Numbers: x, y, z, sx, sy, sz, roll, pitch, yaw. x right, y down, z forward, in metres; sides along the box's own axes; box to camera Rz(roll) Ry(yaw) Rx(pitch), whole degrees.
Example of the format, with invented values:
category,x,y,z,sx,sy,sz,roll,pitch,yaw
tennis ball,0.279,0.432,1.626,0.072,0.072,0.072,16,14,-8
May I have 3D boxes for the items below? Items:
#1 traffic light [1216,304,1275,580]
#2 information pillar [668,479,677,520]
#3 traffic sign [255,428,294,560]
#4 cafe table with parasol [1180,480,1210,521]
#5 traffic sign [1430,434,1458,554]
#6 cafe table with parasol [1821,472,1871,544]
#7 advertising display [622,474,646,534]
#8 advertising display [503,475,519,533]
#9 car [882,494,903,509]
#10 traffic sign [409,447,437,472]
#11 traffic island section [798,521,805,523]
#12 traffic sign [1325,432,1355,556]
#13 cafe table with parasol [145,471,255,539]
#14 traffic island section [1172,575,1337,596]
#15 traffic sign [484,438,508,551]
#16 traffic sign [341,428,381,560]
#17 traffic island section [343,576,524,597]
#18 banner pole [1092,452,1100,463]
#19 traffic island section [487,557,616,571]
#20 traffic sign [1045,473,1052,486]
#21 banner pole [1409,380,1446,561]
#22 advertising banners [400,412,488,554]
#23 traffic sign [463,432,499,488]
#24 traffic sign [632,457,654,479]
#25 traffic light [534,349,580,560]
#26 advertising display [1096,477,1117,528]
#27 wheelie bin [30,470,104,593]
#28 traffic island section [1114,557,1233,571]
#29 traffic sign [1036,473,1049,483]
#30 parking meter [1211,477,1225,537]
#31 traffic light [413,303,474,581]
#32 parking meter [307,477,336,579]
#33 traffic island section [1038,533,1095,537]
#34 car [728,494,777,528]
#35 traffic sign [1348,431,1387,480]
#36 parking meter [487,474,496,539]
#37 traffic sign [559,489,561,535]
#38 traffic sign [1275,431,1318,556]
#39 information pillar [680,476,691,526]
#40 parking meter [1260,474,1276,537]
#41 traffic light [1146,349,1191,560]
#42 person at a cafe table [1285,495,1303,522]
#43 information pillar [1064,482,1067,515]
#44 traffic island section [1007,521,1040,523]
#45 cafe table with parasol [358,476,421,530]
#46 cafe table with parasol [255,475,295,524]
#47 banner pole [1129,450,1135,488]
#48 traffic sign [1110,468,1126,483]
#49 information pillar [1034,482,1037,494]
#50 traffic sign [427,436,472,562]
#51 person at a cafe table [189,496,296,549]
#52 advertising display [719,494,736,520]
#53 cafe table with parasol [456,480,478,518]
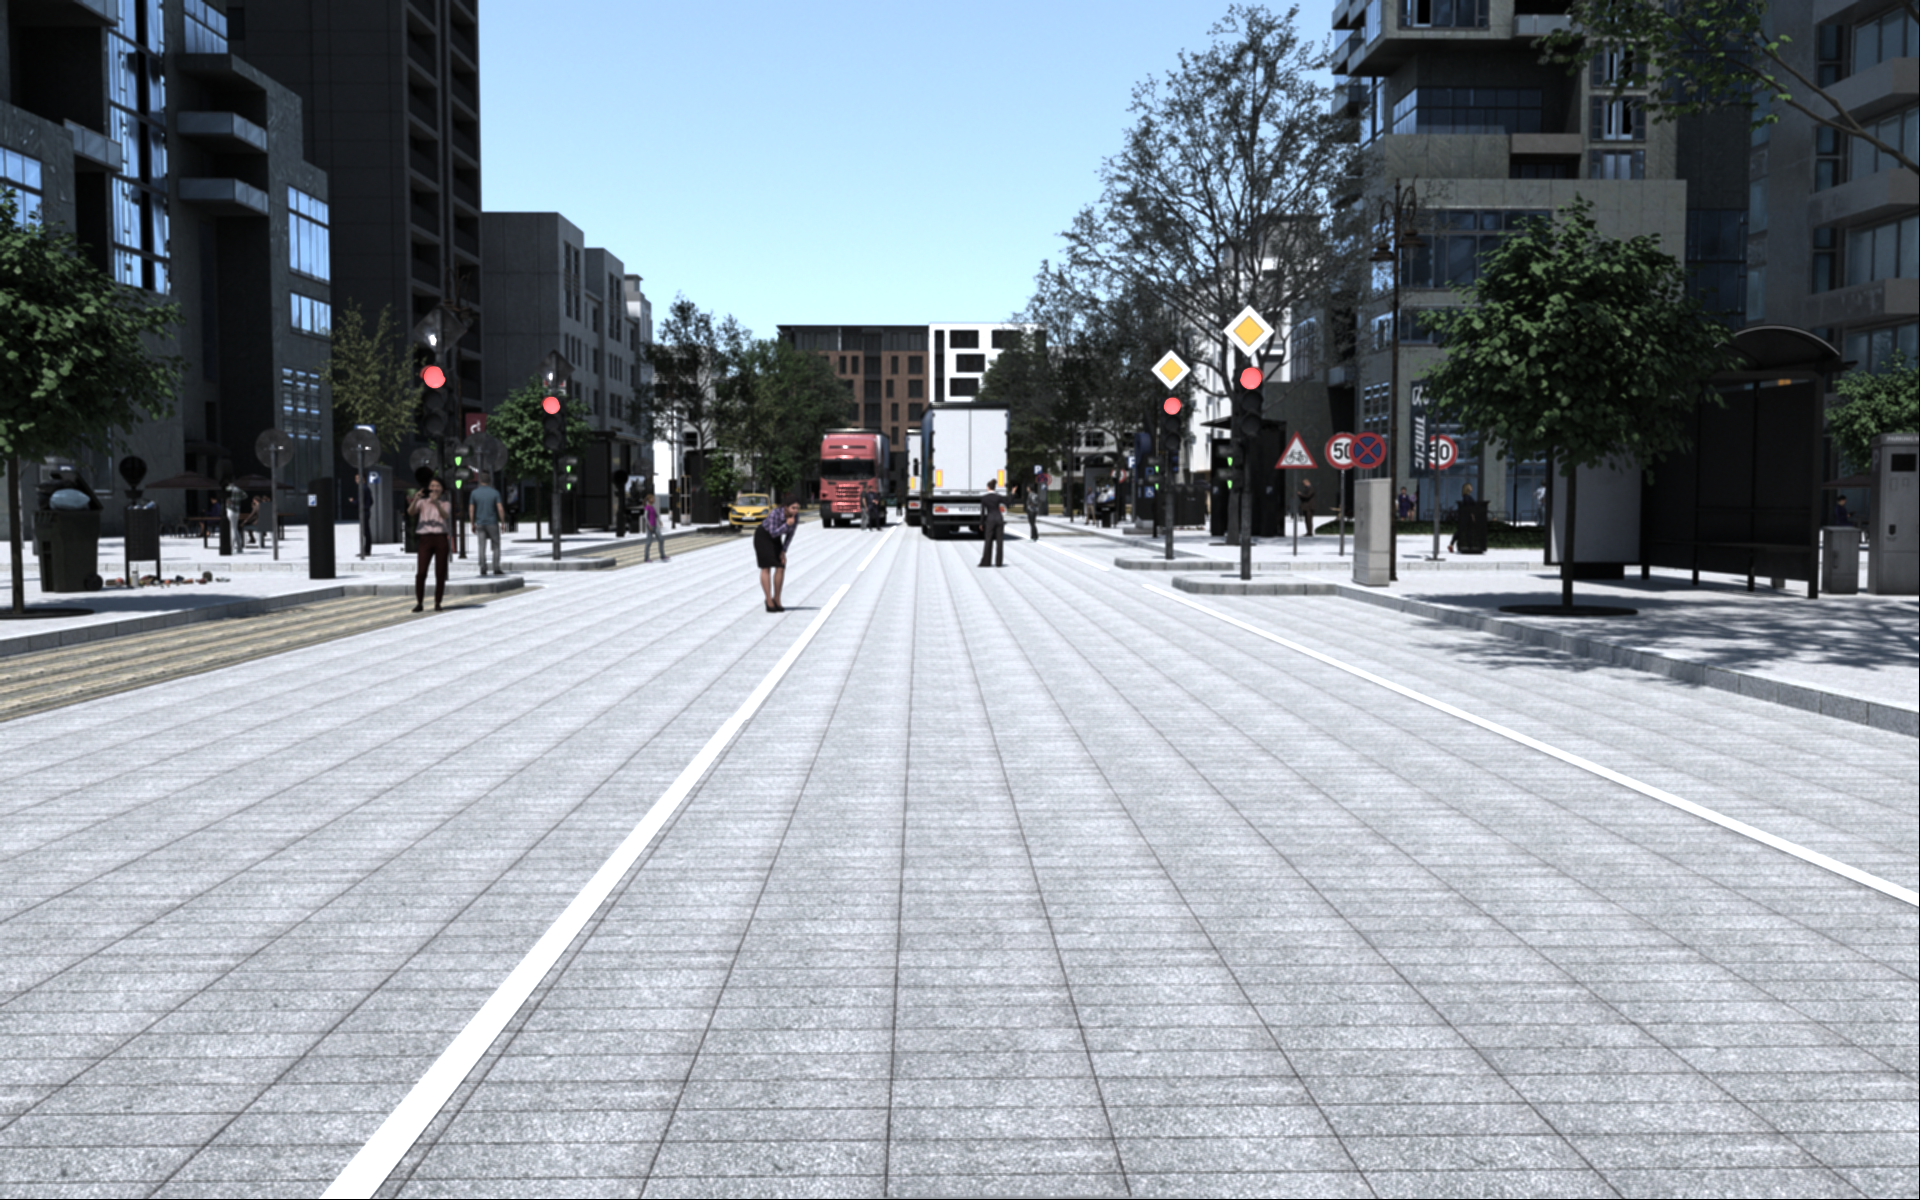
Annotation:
category,x,y,z,sx,sy,sz,roll,pitch,yaw
traffic light,4.251,-2.255,25.783,0.839,4.253,0.868,0,4,-1
information pillar,-14.210,-4.969,85.732,0.304,2.012,0.304,2,4,30
traffic sign,-13.263,-2.043,33.508,0.768,2.556,0.104,0,4,4
cafe table with parasol,11.570,-4.786,83.124,2.610,1.966,2.610,-1,4,-11
traffic sign,10.155,-2.243,36.784,0.768,2.556,0.104,1,4,8
cafe table with parasol,23.511,-2.439,44.739,2.610,1.966,2.610,0,4,6
advertising display,-10.560,-3.114,56.127,0.123,1.923,0.974,2,4,35
advertising display,-14.938,-3.207,57.653,0.123,1.923,0.974,1,4,9
car,-6.563,-9.492,166.997,2.131,1.459,4.920,0,4,-3
traffic sign,-14.660,-2.888,47.330,0.768,2.556,0.104,0,3,0
traffic island section,-8.675,-3.826,85.419,1.991,0.108,1.994,0,4,-1
traffic sign,7.924,-2.187,35.865,0.768,2.556,0.104,0,4,2
cafe table with parasol,-22.548,-2.807,50.759,2.610,1.966,2.610,-3,5,-40
traffic island section,4.291,-0.221,25.898,2.009,0.180,2.903,0,4,-1
traffic sign,-10.577,-2.386,39.113,0.768,2.556,0.104,0,4,7
traffic sign,-11.603,-2.046,33.557,0.768,2.556,0.104,0,4,2
traffic island section,-7.667,-0.205,25.637,2.009,0.180,2.903,0,4,-1
banner pole,8.082,-6.922,103.199,0.863,3.779,0.401,-1,4,-16
traffic island section,-7.845,-0.694,33.620,2.009,0.180,2.903,0,4,-1
traffic sign,5.295,-6.546,107.125,0.768,2.556,0.104,0,4,8
banner pole,9.029,-2.660,33.510,0.401,3.779,0.863,-3,5,-40
advertising banners,-11.106,-2.514,37.295,2.074,3.025,0.090,1,4,12
traffic sign,-9.821,-2.162,35.453,0.768,2.556,0.104,0,3,0
traffic sign,-10.977,-3.664,60.013,0.768,2.556,0.104,0,4,3
traffic light,-7.805,-2.726,33.486,0.839,4.253,0.868,0,4,-1
advertising display,5.557,-3.700,65.714,0.974,1.923,0.123,3,5,44
wheelie bin,-11.680,-0.903,22.674,0.980,1.594,0.693,2,4,33
traffic island section,4.114,-0.709,33.881,2.009,0.180,2.903,0,4,-1
traffic sign,5.024,-6.466,105.827,0.768,2.556,0.104,0,4,4
parking meter,7.815,-2.861,52.484,0.255,1.863,0.399,-3,5,-40
traffic light,-7.627,-2.237,25.503,0.839,4.253,0.868,0,4,-1
parking meter,-9.646,-1.086,26.160,0.372,1.533,0.369,0,3,0
traffic island section,3.543,-2.220,59.168,1.991,0.108,1.994,0,4,-1
car,-8.557,-3.770,71.870,2.015,1.641,3.980,0,4,-1
traffic sign,8.267,-2.148,35.223,0.768,2.556,0.104,0,4,6
parking meter,-13.412,-2.676,49.459,0.255,1.863,0.399,0,4,-5
traffic sign,-12.426,-3.288,53.759,0.884,2.594,0.081,0,4,1
traffic sign,6.951,-2.193,35.863,0.884,2.594,0.081,0,4,3
information pillar,-11.102,-4.011,70.068,0.304,2.012,0.304,2,4,35
parking meter,9.116,-2.787,51.277,0.399,1.863,0.255,-1,4,-14
traffic light,4.073,-2.743,33.766,0.839,4.253,0.868,0,4,-1
person at a cafe table,15.479,-4.285,80.927,1.698,1.238,1.726,0,4,2
information pillar,6.408,-6.075,103.816,0.304,2.012,0.304,2,4,25
traffic island section,2.954,-3.878,86.265,1.991,0.108,1.994,0,4,-1
cafe table with parasol,-19.921,-3.401,60.468,2.610,1.966,2.610,2,4,31
cafe table with parasol,-24.176,-3.327,59.264,2.610,1.966,2.610,0,4,-4
banner pole,8.775,-5.895,86.398,0.863,3.779,0.401,3,5,40
traffic sign,7.372,-4.941,80.892,0.768,2.556,0.104,0,4,0
information pillar,4.867,-6.393,109.017,0.304,2.012,0.304,2,4,33
traffic sign,-9.555,-1.983,32.426,0.884,2.594,0.081,0,4,8
person at a cafe table,-16.925,-1.840,40.943,1.726,1.238,1.698,2,4,30
advertising display,-11.527,-4.891,85.181,0.974,1.923,0.123,-1,4,-20
cafe table with parasol,-23.865,-4.818,83.642,2.610,1.966,2.610,2,4,27
